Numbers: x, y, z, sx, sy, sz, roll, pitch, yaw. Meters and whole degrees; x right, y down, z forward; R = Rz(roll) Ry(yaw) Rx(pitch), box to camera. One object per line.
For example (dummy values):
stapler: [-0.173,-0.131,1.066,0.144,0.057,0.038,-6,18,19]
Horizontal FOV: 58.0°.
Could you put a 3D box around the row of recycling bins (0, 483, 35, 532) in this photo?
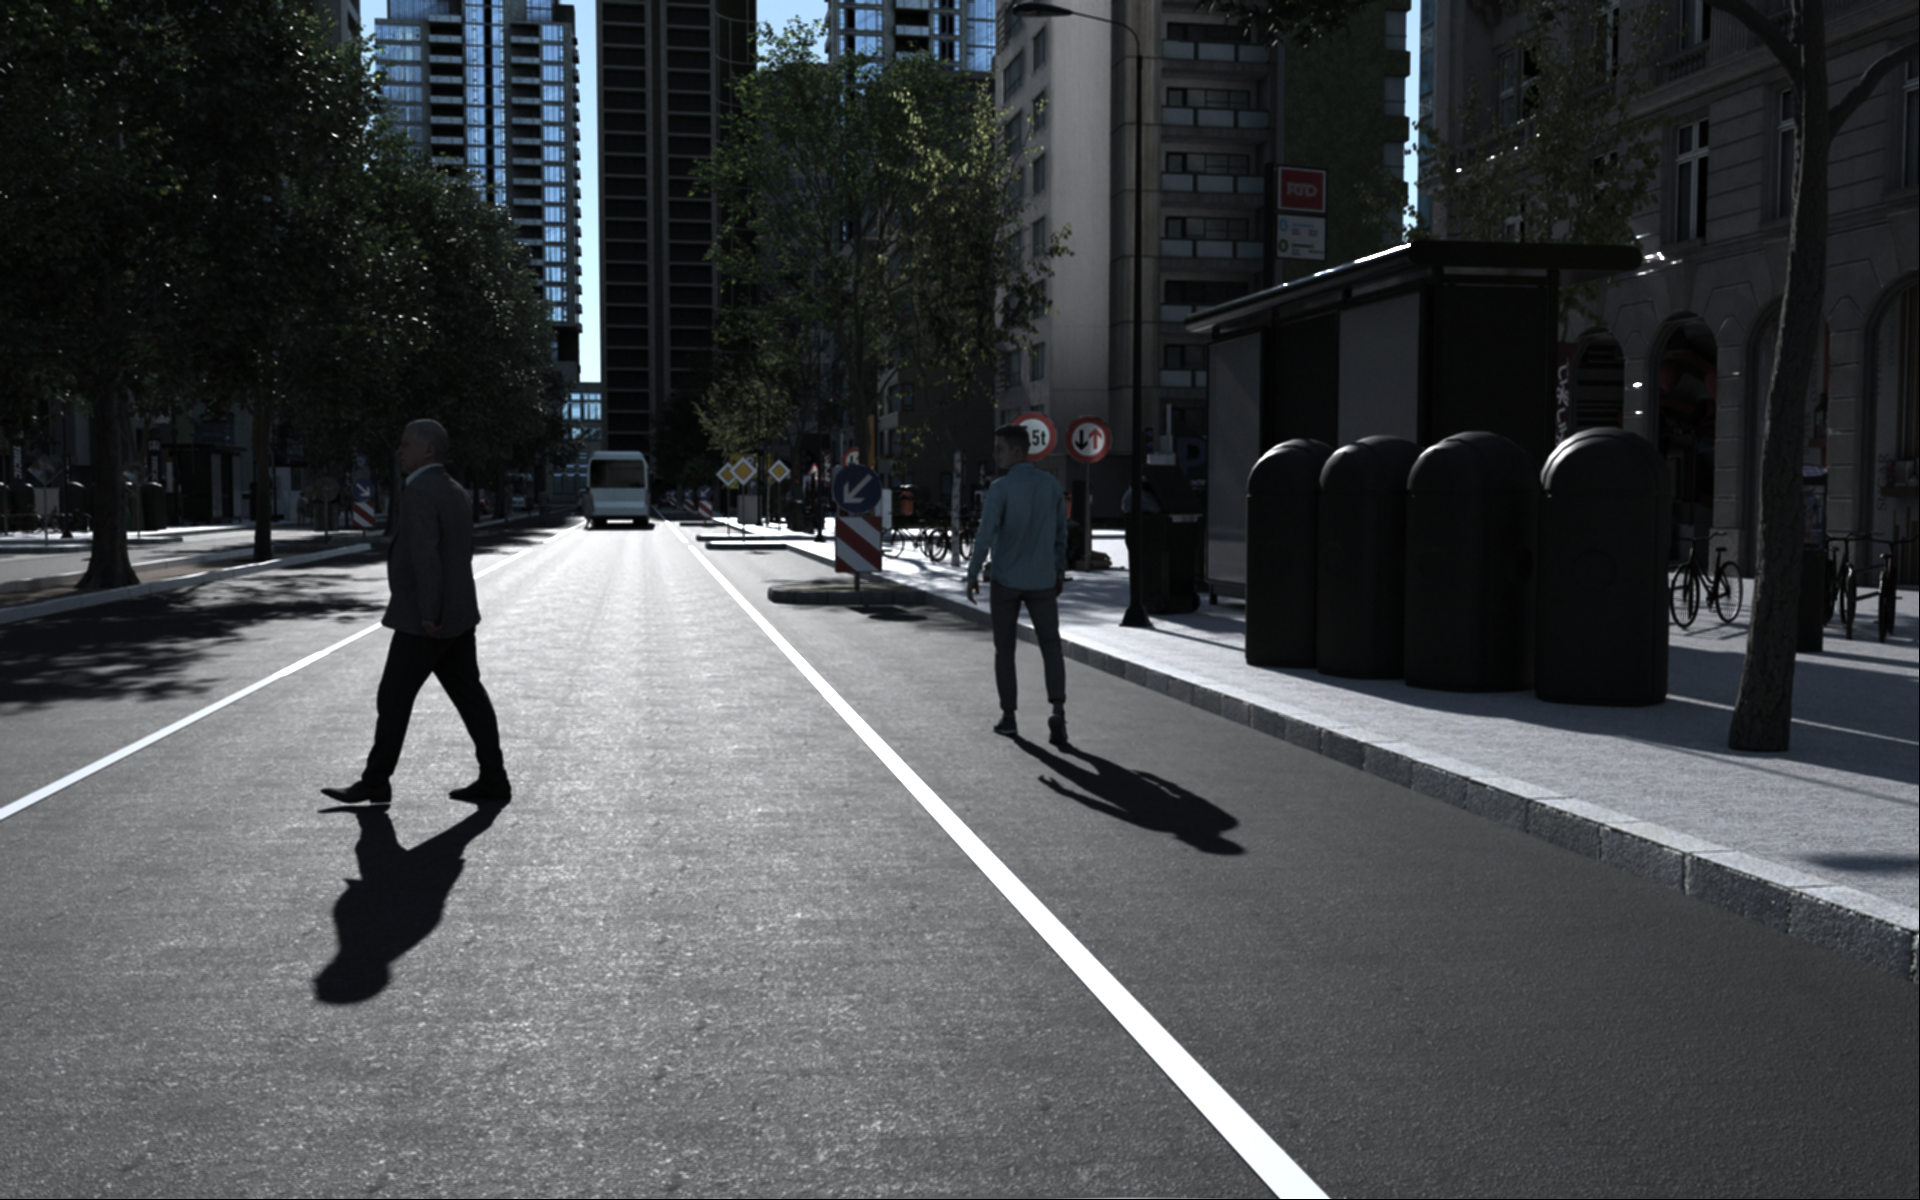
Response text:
row of recycling bins: [-33.114,-3.165,58.854,1.069,1.692,3.534,1,4,20]

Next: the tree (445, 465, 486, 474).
tree: [-47.714,-14.125,165.351,8.767,10.594,7.601,0,4,-1]

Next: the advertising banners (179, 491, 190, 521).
advertising banners: [-35.972,-5.257,82.136,2.074,3.025,0.090,-1,4,-17]

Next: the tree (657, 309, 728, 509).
tree: [-6.135,-7.846,62.690,8.767,10.594,7.601,-1,4,-14]

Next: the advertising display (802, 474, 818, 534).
advertising display: [-4.908,-3.115,56.147,0.123,1.923,0.974,-2,4,-23]

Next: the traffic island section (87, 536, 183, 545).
traffic island section: [-24.009,-1.732,50.598,2.009,0.180,2.903,-1,4,-10]

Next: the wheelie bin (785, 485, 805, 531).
wheelie bin: [-5.616,-3.199,60.212,0.980,1.594,0.693,-2,4,-27]

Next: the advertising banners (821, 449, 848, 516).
advertising banners: [-4.574,-4.397,68.074,2.074,3.025,0.090,-3,4,-36]

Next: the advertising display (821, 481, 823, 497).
advertising display: [-6.801,-4.604,80.488,0.974,1.923,0.123,2,4,28]

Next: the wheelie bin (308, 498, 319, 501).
wheelie bin: [-35.008,-5.253,93.789,0.980,1.594,0.693,-1,4,-21]

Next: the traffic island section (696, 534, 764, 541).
traffic island section: [-7.149,-1.921,53.687,2.009,0.180,2.903,-1,4,-10]

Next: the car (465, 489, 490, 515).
car: [-34.463,-6.983,122.844,2.281,1.827,5.304,-1,4,-12]

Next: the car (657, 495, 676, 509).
car: [-28.117,-9.401,166.284,1.945,1.354,3.894,-1,4,-10]

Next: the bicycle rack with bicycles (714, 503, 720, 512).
bicycle rack with bicycles: [-15.993,-6.628,121.742,2.925,0.926,2.852,1,4,15]

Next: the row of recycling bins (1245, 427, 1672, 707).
row of recycling bins: [3.264,-0.293,11.908,1.069,1.692,3.534,-2,4,-32]

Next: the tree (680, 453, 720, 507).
tree: [-20.622,-9.487,138.833,4.285,4.588,4.351,0,3,0]

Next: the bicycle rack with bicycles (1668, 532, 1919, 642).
bicycle rack with bicycles: [7.859,-0.192,16.520,2.852,0.926,2.925,3,4,38]

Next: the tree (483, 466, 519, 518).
tree: [-28.181,-9.496,108.086,4.360,8.622,3.978,0,3,0]

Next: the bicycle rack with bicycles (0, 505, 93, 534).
bicycle rack with bicycles: [-29.907,-2.642,56.574,2.925,0.926,2.852,-1,4,-20]

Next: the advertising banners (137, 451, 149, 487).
advertising banners: [-34.217,-4.570,70.900,2.074,3.025,0.090,-1,4,-18]

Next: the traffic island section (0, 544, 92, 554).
traffic island section: [-22.562,-1.252,42.745,2.009,0.180,2.903,-1,4,-10]

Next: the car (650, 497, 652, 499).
car: [-31.331,-9.831,169.768,2.155,1.783,4.494,-1,4,-10]

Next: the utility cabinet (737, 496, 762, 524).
utility cabinet: [-8.999,-3.842,73.981,1.020,1.237,0.306,-2,4,-25]

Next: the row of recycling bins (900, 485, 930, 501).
row of recycling bins: [-2.210,-5.263,93.160,1.069,1.692,3.534,1,4,9]

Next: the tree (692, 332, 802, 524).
tree: [-8.284,-7.500,72.985,4.360,8.622,3.978,0,3,0]

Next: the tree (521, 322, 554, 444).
tree: [-23.855,-9.611,85.347,9.928,11.665,9.643,0,3,0]

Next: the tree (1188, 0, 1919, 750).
tree: [4.339,-4.517,8.264,7.601,10.594,8.767,1,4,21]

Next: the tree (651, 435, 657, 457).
tree: [-16.174,-11.292,119.043,8.767,10.594,7.601,1,4,9]

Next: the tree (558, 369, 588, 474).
tree: [-25.383,-10.739,95.050,9.611,12.733,9.660,0,3,0]

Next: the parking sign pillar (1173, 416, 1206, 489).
parking sign pillar: [8.017,-4.361,59.775,1.447,3.967,1.447,-1,4,-11]

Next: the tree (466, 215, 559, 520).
tree: [-18.232,-8.327,55.617,9.611,12.733,9.660,0,3,0]

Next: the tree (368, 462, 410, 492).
tree: [-40.704,-8.609,124.474,4.285,4.588,4.351,0,3,0]

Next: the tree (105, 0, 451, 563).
tree: [-14.577,-6.598,36.089,9.928,11.665,9.643,0,3,0]

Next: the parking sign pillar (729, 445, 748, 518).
parking sign pillar: [-11.562,-6.503,94.794,1.447,3.967,1.447,1,4,19]

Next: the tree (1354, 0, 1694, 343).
tree: [7.924,-4.497,23.893,4.737,8.622,4.395,0,3,0]

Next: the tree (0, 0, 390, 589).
tree: [-13.051,-6.535,26.320,9.611,12.733,9.660,0,3,0]

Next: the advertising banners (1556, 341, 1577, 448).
advertising banners: [6.350,-1.425,19.480,2.074,3.025,0.090,-3,5,-40]

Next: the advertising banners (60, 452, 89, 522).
advertising banners: [-37.361,-4.736,73.622,0.090,3.025,2.074,1,4,19]

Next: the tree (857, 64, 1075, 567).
tree: [-0.049,-4.907,30.597,4.360,8.622,3.978,0,3,0]

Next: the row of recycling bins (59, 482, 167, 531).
row of recycling bins: [-30.113,-3.337,61.668,1.069,1.692,3.534,3,5,44]

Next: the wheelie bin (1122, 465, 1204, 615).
wheelie bin: [2.152,-0.658,18.674,0.693,1.594,0.980,3,5,45]

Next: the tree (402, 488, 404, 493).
tree: [-42.616,-8.491,133.427,1.663,3.219,1.824,0,3,0]

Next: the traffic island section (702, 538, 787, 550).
traffic island section: [-5.702,-1.441,45.833,2.009,0.180,2.903,-1,4,-10]

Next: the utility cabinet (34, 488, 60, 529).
utility cabinet: [-33.184,-3.316,62.896,1.173,1.500,0.318,-1,4,-21]

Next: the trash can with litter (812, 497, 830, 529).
trash can with litter: [-5.296,-3.177,63.330,0.624,1.170,1.055,3,4,37]

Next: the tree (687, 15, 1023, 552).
tree: [-2.223,-6.884,38.312,9.928,11.665,9.643,0,3,0]

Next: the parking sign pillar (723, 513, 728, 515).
parking sign pillar: [-13.342,-6.976,102.524,1.447,3.967,1.447,-1,4,-16]

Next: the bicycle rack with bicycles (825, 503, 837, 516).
bicycle rack with bicycles: [-7.402,-5.418,101.972,2.852,0.926,2.925,3,4,36]

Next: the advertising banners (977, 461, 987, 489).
advertising banners: [1.901,-5.788,90.819,2.074,3.025,0.090,0,4,-1]

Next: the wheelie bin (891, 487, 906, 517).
wheelie bin: [-2.638,-4.091,74.799,0.980,1.594,0.693,1,4,10]

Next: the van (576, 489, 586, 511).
van: [-32.392,-8.783,150.617,2.013,2.044,4.112,-1,4,-9]

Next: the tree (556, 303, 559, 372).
tree: [-21.886,-10.153,75.115,9.857,13.997,8.962,0,3,0]

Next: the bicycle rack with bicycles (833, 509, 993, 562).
bicycle rack with bicycles: [-0.415,-1.276,34.248,2.852,0.926,2.925,3,5,42]

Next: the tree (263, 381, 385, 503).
tree: [-34.675,-9.835,95.217,7.601,10.594,8.767,0,4,-1]

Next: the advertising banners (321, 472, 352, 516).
advertising banners: [-36.559,-6.429,101.297,2.074,3.025,0.090,-1,4,-9]

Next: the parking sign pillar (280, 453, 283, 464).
parking sign pillar: [-44.994,-7.657,113.660,1.447,3.967,1.447,1,4,8]

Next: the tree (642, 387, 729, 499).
tree: [-31.258,-17.895,199.243,9.857,13.997,8.962,0,3,0]

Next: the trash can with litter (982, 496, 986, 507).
trash can with litter: [1.594,-4.370,82.832,1.055,1.170,0.624,2,4,30]

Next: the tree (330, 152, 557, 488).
tree: [-20.229,-9.554,65.314,9.857,13.997,8.962,0,3,0]
